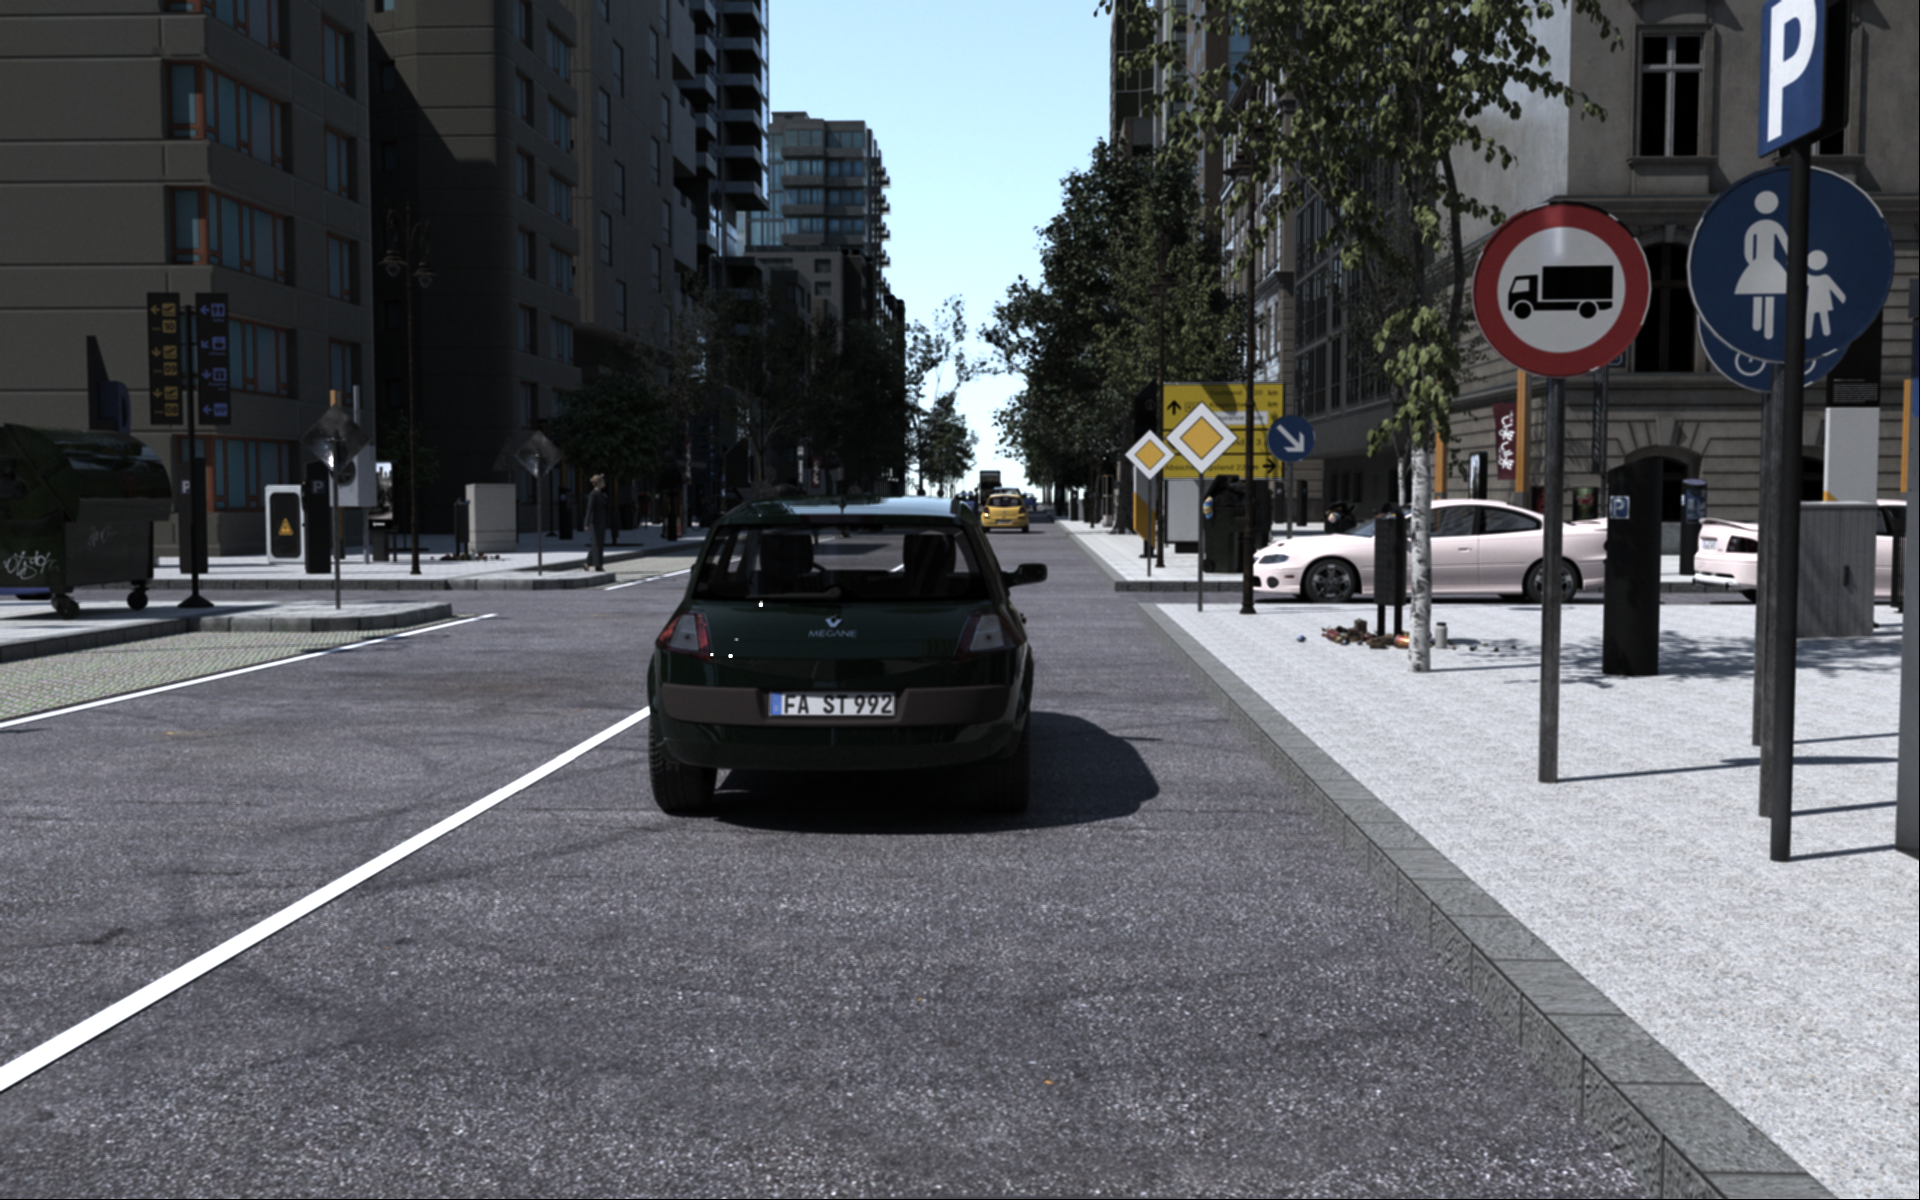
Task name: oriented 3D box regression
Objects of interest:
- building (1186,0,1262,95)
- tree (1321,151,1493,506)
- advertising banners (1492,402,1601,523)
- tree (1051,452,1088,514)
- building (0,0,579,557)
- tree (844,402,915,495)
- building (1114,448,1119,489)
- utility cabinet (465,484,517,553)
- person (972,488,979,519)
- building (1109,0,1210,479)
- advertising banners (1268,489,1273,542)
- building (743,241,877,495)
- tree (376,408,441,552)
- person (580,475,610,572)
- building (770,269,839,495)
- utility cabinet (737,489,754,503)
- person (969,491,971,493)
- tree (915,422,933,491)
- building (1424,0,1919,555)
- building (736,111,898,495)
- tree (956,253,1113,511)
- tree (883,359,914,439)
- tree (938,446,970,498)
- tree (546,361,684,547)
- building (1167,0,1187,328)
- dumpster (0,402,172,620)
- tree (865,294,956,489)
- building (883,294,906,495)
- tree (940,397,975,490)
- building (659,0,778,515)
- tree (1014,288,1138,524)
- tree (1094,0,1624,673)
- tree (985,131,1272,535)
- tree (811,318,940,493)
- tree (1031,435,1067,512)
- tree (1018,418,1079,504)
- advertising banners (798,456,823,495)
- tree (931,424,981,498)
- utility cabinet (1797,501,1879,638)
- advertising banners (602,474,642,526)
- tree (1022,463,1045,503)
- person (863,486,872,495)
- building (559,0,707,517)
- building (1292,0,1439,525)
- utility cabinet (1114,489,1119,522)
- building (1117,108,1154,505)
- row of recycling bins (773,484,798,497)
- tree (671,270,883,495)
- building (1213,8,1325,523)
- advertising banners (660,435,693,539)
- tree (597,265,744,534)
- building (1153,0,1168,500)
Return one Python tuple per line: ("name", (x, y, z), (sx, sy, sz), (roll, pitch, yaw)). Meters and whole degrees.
("building", (23.066, -28.693, 119.248), (14.600, 45.320, 14.200), (0, 4, 2))
("tree", (9.521, -5.285, 36.767), (4.360, 8.622, 3.978), (0, 3, 0))
("advertising banners", (11.018, -2.225, 32.566), (2.074, 3.025, 0.090), (2, 4, 32))
("tree", (7.572, -7.893, 112.767), (4.285, 4.588, 4.351), (0, 3, 0))
("building", (-28.318, -12.510, 49.576), (27.650, 21.520, 28.899), (0, 4, 2))
("tree", (-6.118, -10.410, 120.568), (4.737, 8.622, 4.395), (0, 3, 0))
("building", (31.210, -36.957, 223.852), (23.786, 49.044, 30.456), (0, 4, 2))
("utility cabinet", (-10.190, -1.770, 37.622), (0.318, 1.500, 1.173), (2, 4, 32))
("person", (0.829, -5.121, 92.563), (0.374, 1.781, 0.599), (-1, 4, -12))
("building", (29.914, -49.593, 249.097), (20.563, 71.187, 20.611), (0, 4, 2))
("advertising banners", (8.055, -3.027, 45.687), (0.090, 3.025, 2.074), (1, 4, 20))
("building", (-17.300, -26.324, 202.100), (14.160, 30.474, 14.107), (0, 4, 2))
("tree", (-12.625, -2.711, 38.927), (1.663, 3.219, 1.824), (0, 3, 0))
("person", (-6.533, -1.350, 30.986), (0.534, 1.772, 0.576), (-1, 4, -13))
("building", (-25.736, -18.570, 148.666), (27.650, 21.520, 28.899), (0, 4, 2))
("utility cabinet", (-8.572, -3.668, 68.651), (1.173, 1.500, 0.318), (0, 4, -6))
("person", (0.947, -9.393, 162.797), (1.217, 1.735, 0.721), (-1, 4, -14))
("tree", (-4.392, -11.160, 132.826), (4.737, 8.622, 4.395), (0, 3, 0))
("building", (29.628, -13.515, 40.060), (34.723, 24.649, 14.460), (0, 4, 2))
("building", (-20.543, -36.961, 223.917), (23.786, 49.044, 30.456), (0, 4, 2))
("tree", (6.973, -16.888, 132.008), (12.611, 20.169, 13.585), (0, 3, 0))
("tree", (-6.484, -9.248, 85.625), (8.767, 10.594, 7.601), (0, 4, -8))
("tree", (-0.608, -18.497, 252.785), (4.360, 8.622, 3.978), (0, 3, 0))
("tree", (-8.517, -3.622, 42.934), (4.285, 4.588, 4.351), (0, 3, 0))
("building", (22.789, -27.518, 133.511), (14.154, 41.232, 14.086), (0, 4, 2))
("dumpster", (-9.535, -0.968, 18.326), (1.502, 2.255, 1.985), (0, 4, 2))
("tree", (-2.469, -18.794, 163.171), (12.611, 20.169, 13.585), (0, 3, 0))
("building", (-15.230, -29.086, 247.249), (14.160, 30.474, 14.107), (0, 4, 2))
("tree", (-2.101, -17.376, 202.228), (7.486, 12.596, 7.792), (0, 3, 0))
("building", (-23.910, -49.176, 116.694), (22.319, 86.520, 31.000), (0, 4, 2))
("tree", (6.106, -8.577, 74.643), (7.601, 10.594, 8.767), (3, 5, 43))
("tree", (3.081, -3.784, 12.231), (4.737, 8.622, 4.395), (0, 3, 0))
("tree", (5.375, -8.437, 54.945), (9.611, 12.733, 9.660), (0, 3, 0))
("tree", (-6.045, -11.871, 112.219), (7.486, 12.596, 7.792), (0, 3, 0))
("tree", (6.944, -10.518, 122.335), (4.360, 8.622, 3.978), (0, 3, 0))
("tree", (12.590, -19.410, 243.104), (9.928, 11.665, 9.643), (0, 3, 0))
("advertising banners", (-7.228, -5.030, 78.426), (2.074, 3.025, 0.090), (-1, 4, -15))
("tree", (-1.119, -19.546, 245.336), (9.928, 11.665, 9.643), (0, 3, 0))
("utility cabinet", (7.699, -0.268, 15.552), (1.020, 1.237, 0.306), (-1, 4, -13))
("advertising banners", (-13.936, -4.549, 70.565), (2.074, 3.025, 0.090), (1, 4, 12))
("tree", (12.693, -20.522, 253.656), (7.486, 12.596, 7.792), (0, 3, 0))
("person", (-3.595, -3.635, 68.502), (0.480, 1.755, 0.524), (1, 4, 16))
("building", (-28.768, -30.481, 87.597), (28.713, 52.752, 27.495), (0, 4, 2))
("building", (21.059, -16.541, 63.949), (14.314, 27.812, 24.014), (0, 4, 2))
("utility cabinet", (7.451, -4.321, 79.320), (0.318, 1.500, 1.173), (2, 4, 31))
("building", (25.542, -33.723, 201.487), (14.600, 45.320, 14.200), (0, 4, 2))
("row of recycling bins", (-7.233, -3.939, 71.516), (1.069, 1.692, 3.534), (0, 4, -2))
("tree", (-8.087, -8.390, 71.587), (8.767, 10.594, 7.601), (0, 4, 3))
("building", (20.435, -17.827, 88.738), (12.463, 27.353, 25.104), (0, 4, 2))
("advertising banners", (-8.283, -3.338, 50.763), (0.090, 3.025, 2.074), (1, 4, 17))
("tree", (-9.018, -6.407, 55.118), (4.360, 8.622, 3.978), (0, 3, 0))
("building", (27.729, -37.431, 154.000), (21.231, 58.520, 28.212), (0, 4, 2))
